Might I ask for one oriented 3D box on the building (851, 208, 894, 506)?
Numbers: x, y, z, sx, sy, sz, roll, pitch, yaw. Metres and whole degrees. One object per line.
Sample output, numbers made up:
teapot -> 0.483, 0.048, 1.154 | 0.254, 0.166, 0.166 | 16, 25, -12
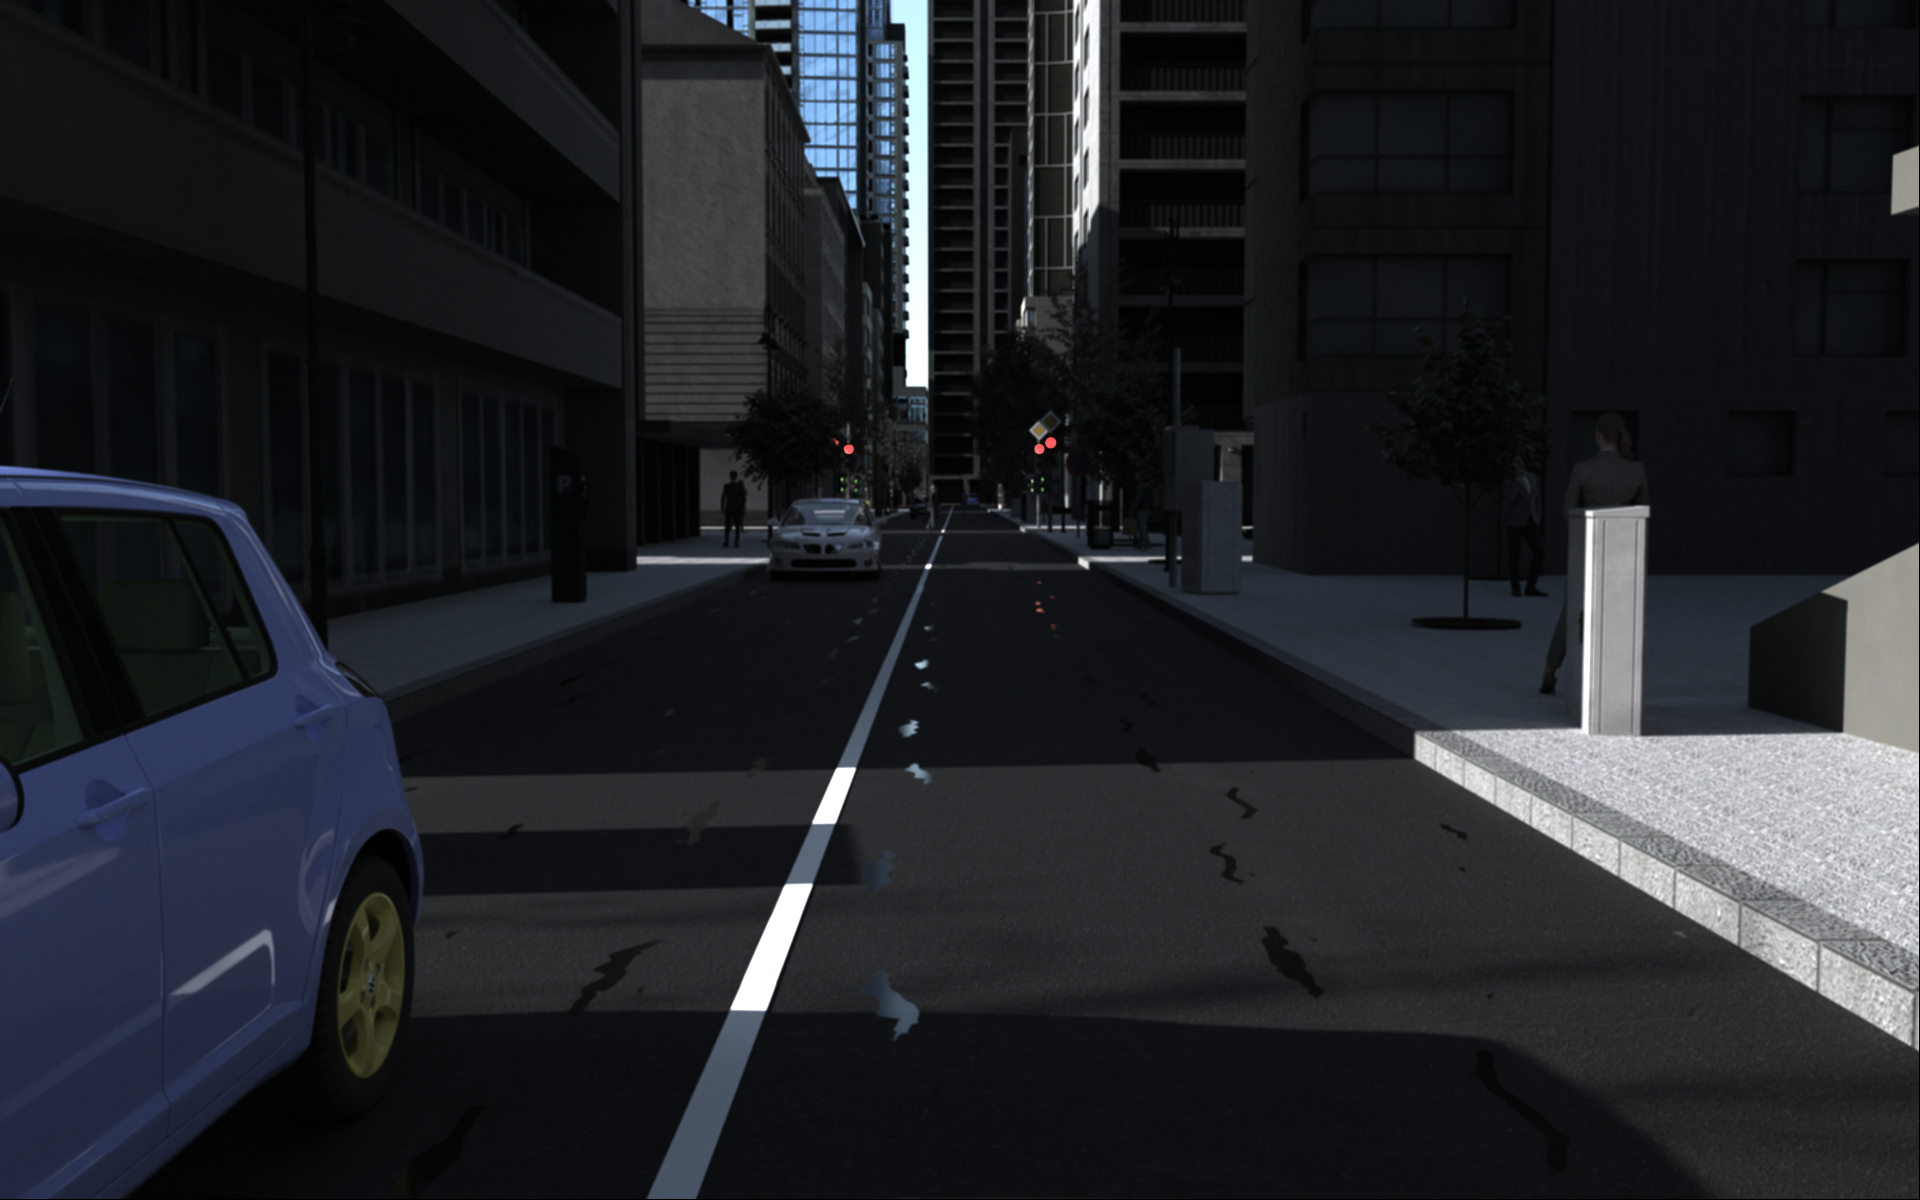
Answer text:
building -> -14.088, -24.792, 177.052 | 14.160, 30.474, 14.107 | 0, 3, 0

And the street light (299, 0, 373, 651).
street light -> -4.693, -2.431, 12.535 | 0.468, 5.910, 1.993 | 0, 3, 0

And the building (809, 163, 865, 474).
building -> -14.353, -18.258, 117.592 | 14.314, 24.678, 30.058 | 0, 3, 0

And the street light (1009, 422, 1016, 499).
street light -> 3.338, -8.389, 109.946 | 0.468, 5.910, 1.993 | 0, 3, 0

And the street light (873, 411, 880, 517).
street light -> -4.655, -7.521, 95.753 | 0.468, 5.910, 1.993 | 0, 3, 0

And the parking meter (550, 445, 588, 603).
parking meter -> -4.621, -0.904, 20.499 | 0.399, 1.863, 0.255 | 0, 4, 6

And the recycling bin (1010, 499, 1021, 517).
recycling bin -> 3.208, -5.099, 95.917 | 0.722, 1.027, 0.722 | -1, 4, -11

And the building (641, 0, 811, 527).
building -> -12.153, -13.876, 76.020 | 9.793, 20.994, 18.267 | 0, 3, 0

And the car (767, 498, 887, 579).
car -> -2.323, -1.117, 30.632 | 2.083, 1.381, 4.827 | 0, 4, -2

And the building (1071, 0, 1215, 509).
building -> 15.688, -45.931, 189.222 | 20.563, 71.187, 20.611 | 0, 3, 0

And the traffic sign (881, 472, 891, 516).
traffic sign -> -4.449, -6.211, 101.652 | 0.768, 2.556, 0.104 | 0, 4, 0

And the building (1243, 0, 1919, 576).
building -> 12.491, -21.362, 32.870 | 14.154, 41.232, 14.086 | 0, 3, 0

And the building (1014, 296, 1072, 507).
building -> 19.462, -19.631, 166.011 | 27.650, 21.520, 28.899 | 0, 3, 0

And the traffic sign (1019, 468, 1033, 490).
traffic sign -> 3.222, -5.118, 83.780 | 0.768, 2.556, 0.104 | 1, 4, 9

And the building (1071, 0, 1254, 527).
building -> 15.892, -39.029, 76.379 | 20.611, 71.187, 20.563 | 0, 3, 0

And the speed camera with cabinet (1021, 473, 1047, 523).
speed camera with cabinet -> 3.255, -5.007, 76.194 | 0.660, 3.252, 2.038 | -1, 4, -16

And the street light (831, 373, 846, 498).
street light -> -4.633, -5.718, 66.277 | 0.468, 5.910, 1.993 | 0, 3, 0

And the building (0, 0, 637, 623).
building -> -16.125, -24.081, 17.422 | 21.300, 48.544, 21.600 | 0, 3, 0

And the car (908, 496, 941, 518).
car -> -2.079, -5.541, 103.169 | 1.945, 1.354, 3.894 | 0, 4, 2

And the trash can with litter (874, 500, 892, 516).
trash can with litter -> -4.510, -5.487, 101.104 | 1.055, 1.170, 0.624 | 0, 4, -6

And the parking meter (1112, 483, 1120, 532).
parking meter -> 5.244, -3.209, 58.175 | 0.255, 1.863, 0.399 | 0, 4, 2

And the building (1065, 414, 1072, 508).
building -> 19.699, -49.600, 123.629 | 22.319, 86.520, 31.000 | 0, 3, 0

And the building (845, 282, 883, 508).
building -> -21.417, -19.010, 155.854 | 27.650, 21.520, 28.899 | 0, 3, 0

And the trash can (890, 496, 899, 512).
trash can -> -4.618, -6.693, 121.083 | 0.748, 1.137, 0.748 | 0, 3, 0

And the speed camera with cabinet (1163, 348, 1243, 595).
speed camera with cabinet -> 3.207, -1.750, 22.953 | 0.660, 3.252, 2.038 | 0, 4, -7

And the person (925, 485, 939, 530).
person -> -1.086, -3.623, 68.153 | 0.534, 1.772, 0.576 | 0, 4, -7

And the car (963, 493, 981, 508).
car -> 1.125, -10.140, 175.374 | 1.945, 1.707, 3.694 | 0, 4, 1

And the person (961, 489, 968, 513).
person -> 0.369, -7.666, 134.116 | 0.520, 1.790, 0.573 | 1, 4, 12

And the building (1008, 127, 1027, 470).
building -> 12.818, -34.087, 207.425 | 14.600, 45.320, 14.200 | 0, 3, 0

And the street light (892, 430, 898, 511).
street light -> -4.719, -9.332, 125.362 | 0.468, 5.910, 1.993 | 0, 3, 0

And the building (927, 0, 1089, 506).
building -> 6.046, -48.791, 235.986 | 20.611, 71.187, 20.563 | 0, 3, 0

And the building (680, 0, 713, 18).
building -> -50.986, -56.413, 235.016 | 31.000, 86.520, 22.319 | 0, 3, 0

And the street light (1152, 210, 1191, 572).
street light -> 3.460, -3.410, 28.549 | 0.468, 5.910, 1.993 | 0, 3, 0

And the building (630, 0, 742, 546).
building -> -21.210, -23.743, 42.818 | 28.867, 44.769, 22.147 | 0, 3, 0

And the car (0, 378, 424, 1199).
car -> -2.218, 0.419, 2.746 | 1.945, 1.707, 3.694 | 0, 4, 1

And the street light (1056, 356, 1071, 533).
street light -> 3.433, -5.175, 57.391 | 0.468, 5.910, 1.993 | 0, 3, 0

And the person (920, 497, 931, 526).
person -> -1.496, -3.938, 77.128 | 0.590, 1.304, 0.306 | -1, 4, -11

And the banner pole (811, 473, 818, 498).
banner pole -> -4.348, -3.777, 51.770 | 0.401, 3.779, 0.863 | 1, 4, 11

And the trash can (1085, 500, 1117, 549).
trash can -> 3.275, -1.755, 40.355 | 0.748, 1.137, 0.748 | 0, 3, 0

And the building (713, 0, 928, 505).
building -> -19.987, -56.478, 236.079 | 31.000, 86.520, 22.319 | 0, 3, 0

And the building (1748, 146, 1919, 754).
building -> 20.857, -18.985, 2.287 | 32.217, 40.220, 23.993 | 0, 3, 0

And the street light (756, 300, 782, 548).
street light -> -4.548, -4.195, 41.378 | 0.468, 5.910, 1.993 | 0, 3, 0

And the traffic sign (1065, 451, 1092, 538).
traffic sign -> 3.471, -3.099, 50.771 | 0.768, 2.556, 0.104 | 0, 4, 1

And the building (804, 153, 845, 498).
building -> -12.022, -14.645, 94.200 | 10.420, 20.320, 16.860 | 0, 3, 0

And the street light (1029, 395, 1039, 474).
street light -> 3.448, -6.620, 81.029 | 0.468, 5.910, 1.993 | 0, 3, 0
